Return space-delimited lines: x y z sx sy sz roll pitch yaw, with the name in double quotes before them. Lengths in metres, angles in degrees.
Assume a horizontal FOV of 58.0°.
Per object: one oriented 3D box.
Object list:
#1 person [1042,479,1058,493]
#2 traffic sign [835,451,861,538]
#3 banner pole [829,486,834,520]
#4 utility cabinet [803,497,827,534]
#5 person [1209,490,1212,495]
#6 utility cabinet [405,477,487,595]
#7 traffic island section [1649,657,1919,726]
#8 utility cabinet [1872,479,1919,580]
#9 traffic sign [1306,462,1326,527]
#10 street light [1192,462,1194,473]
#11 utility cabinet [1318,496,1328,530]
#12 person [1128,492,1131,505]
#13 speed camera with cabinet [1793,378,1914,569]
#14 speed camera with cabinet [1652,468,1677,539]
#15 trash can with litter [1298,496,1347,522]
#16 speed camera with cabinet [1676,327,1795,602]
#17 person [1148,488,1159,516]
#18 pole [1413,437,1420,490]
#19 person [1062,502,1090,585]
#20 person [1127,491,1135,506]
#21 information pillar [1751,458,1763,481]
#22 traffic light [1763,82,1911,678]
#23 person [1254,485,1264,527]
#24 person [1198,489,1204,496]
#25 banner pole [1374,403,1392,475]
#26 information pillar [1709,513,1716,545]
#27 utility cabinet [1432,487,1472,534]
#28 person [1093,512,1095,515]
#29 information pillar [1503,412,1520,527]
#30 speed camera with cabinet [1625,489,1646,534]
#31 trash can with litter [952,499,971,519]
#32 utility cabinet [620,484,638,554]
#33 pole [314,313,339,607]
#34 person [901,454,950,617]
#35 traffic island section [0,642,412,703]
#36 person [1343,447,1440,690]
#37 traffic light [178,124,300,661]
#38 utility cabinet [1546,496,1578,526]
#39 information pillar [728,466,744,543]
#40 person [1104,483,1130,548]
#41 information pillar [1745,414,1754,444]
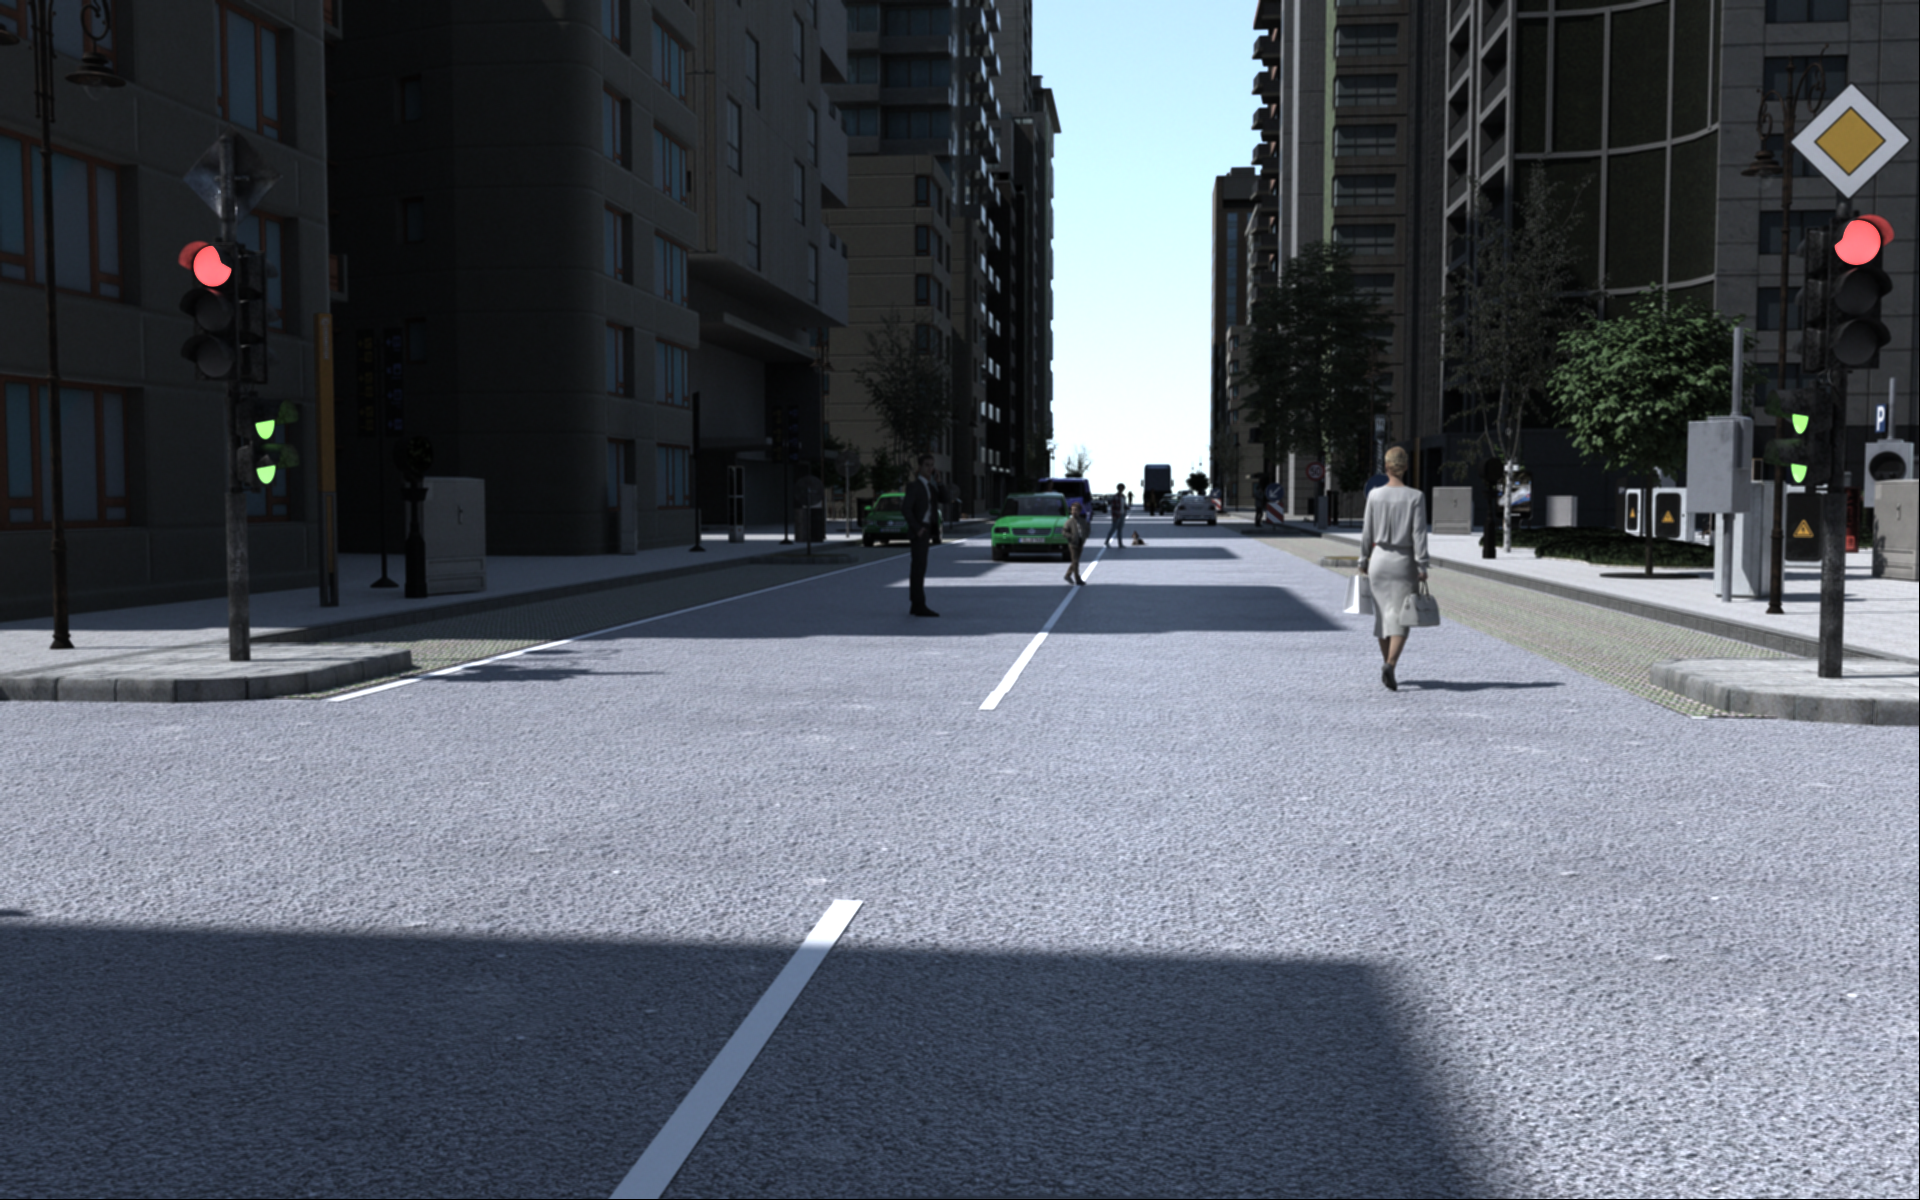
"person" 2.277 -2.213 44.769 0.616 1.811 0.778 -1 4 -10
"traffic sign" -3.305 -3.106 50.895 0.768 2.556 0.104 0 4 8
"banner pole" -6.376 -5.799 84.831 0.863 3.779 0.401 3 4 37
"utility cabinet" -4.658 -2.718 55.603 0.306 1.237 1.020 2 4 27
"person" 18.333 -7.145 126.266 0.436 1.711 0.756 0 4 1
"utility cabinet" -6.581 -0.829 22.231 0.318 1.500 1.173 2 4 24
"traffic island section" 6.108 0.622 12.116 2.009 0.180 2.903 0 4 6
"utility cabinet" 14.114 -1.053 25.904 0.318 1.500 1.173 0 4 -1
"traffic sign" 13.971 -4.158 68.092 0.768 2.556 0.104 1 4 15
"street light" 32.851 -16.626 244.618 0.468 5.910 1.993 0 4 6
"utility cabinet" 13.151 -3.158 62.787 0.306 1.237 1.020 1 4 17
"person" 23.033 -13.802 234.878 0.721 1.735 1.217 0 4 -6
"speed camera with cabinet" 15.191 -2.167 29.768 2.038 3.252 0.660 2 4 35
"speed camera with cabinet" 19.277 -3.127 45.459 2.038 3.252 0.660 3 5 41
"trash can with litter" 16.644 -4.189 79.547 2.233 1.210 1.678 1 4 9
"speed camera with cabinet" 9.546 -1.646 21.255 0.660 3.252 2.038 3 5 42
"person" 12.765 -6.486 114.646 0.705 1.812 1.348 3 4 37
"pole" 16.458 -4.198 62.477 0.158 3.312 0.155 0 3 0
"person" 1.845 -0.892 27.362 0.475 1.303 0.640 -2 4 -34
"person" 20.648 -12.300 209.745 1.348 1.807 0.705 3 5 40
"information pillar" 16.373 -1.919 35.874 0.304 2.012 0.304 -2 4 -29
"traffic light" 6.069 -1.412 12.006 0.839 4.253 0.868 0 4 6
"person" 12.925 -4.044 74.798 0.473 1.802 0.592 1 4 23
"person" 18.338 -7.584 132.515 1.348 1.822 0.705 -3 4 -38
"banner pole" 11.653 -3.528 47.701 0.863 3.779 0.401 -3 4 -39
"information pillar" 17.071 -2.105 38.910 0.304 2.012 0.304 -3 5 -42
"utility cabinet" 15.489 -2.804 54.523 1.173 1.500 0.318 1 4 21
"person" 6.075 -4.336 84.891 1.012 1.151 0.738 1 4 16
"information pillar" 15.706 -3.546 49.332 0.183 3.616 0.504 -2 4 -31
"speed camera with cabinet" 21.985 -3.719 55.142 0.660 3.252 2.038 0 4 -8
"trash can with litter" 0.038 -4.705 88.309 1.055 1.170 0.624 1 4 22
"utility cabinet" -7.056 -1.732 36.999 0.318 1.500 1.173 0 4 -8
"pole" -7.198 -1.579 19.665 0.158 3.312 0.155 0 3 0
"person" -0.395 -0.775 20.526 0.474 1.900 0.648 1 4 15
"traffic island section" -5.567 0.546 13.356 2.009 0.180 2.903 0 4 6
"person" 3.168 -0.242 12.806 0.694 1.780 0.624 3 5 44
"traffic light" -5.529 -1.486 13.217 0.839 4.253 0.868 0 4 6
"utility cabinet" 20.049 -2.847 57.712 0.306 1.237 1.020 -2 4 -34
"information pillar" -5.888 -2.512 45.558 0.304 2.012 0.304 -3 5 -44
"person" 4.220 -2.262 46.328 0.643 1.720 0.563 3 5 44
"information pillar" 19.739 -3.189 43.496 0.183 3.616 0.504 0 4 -4
